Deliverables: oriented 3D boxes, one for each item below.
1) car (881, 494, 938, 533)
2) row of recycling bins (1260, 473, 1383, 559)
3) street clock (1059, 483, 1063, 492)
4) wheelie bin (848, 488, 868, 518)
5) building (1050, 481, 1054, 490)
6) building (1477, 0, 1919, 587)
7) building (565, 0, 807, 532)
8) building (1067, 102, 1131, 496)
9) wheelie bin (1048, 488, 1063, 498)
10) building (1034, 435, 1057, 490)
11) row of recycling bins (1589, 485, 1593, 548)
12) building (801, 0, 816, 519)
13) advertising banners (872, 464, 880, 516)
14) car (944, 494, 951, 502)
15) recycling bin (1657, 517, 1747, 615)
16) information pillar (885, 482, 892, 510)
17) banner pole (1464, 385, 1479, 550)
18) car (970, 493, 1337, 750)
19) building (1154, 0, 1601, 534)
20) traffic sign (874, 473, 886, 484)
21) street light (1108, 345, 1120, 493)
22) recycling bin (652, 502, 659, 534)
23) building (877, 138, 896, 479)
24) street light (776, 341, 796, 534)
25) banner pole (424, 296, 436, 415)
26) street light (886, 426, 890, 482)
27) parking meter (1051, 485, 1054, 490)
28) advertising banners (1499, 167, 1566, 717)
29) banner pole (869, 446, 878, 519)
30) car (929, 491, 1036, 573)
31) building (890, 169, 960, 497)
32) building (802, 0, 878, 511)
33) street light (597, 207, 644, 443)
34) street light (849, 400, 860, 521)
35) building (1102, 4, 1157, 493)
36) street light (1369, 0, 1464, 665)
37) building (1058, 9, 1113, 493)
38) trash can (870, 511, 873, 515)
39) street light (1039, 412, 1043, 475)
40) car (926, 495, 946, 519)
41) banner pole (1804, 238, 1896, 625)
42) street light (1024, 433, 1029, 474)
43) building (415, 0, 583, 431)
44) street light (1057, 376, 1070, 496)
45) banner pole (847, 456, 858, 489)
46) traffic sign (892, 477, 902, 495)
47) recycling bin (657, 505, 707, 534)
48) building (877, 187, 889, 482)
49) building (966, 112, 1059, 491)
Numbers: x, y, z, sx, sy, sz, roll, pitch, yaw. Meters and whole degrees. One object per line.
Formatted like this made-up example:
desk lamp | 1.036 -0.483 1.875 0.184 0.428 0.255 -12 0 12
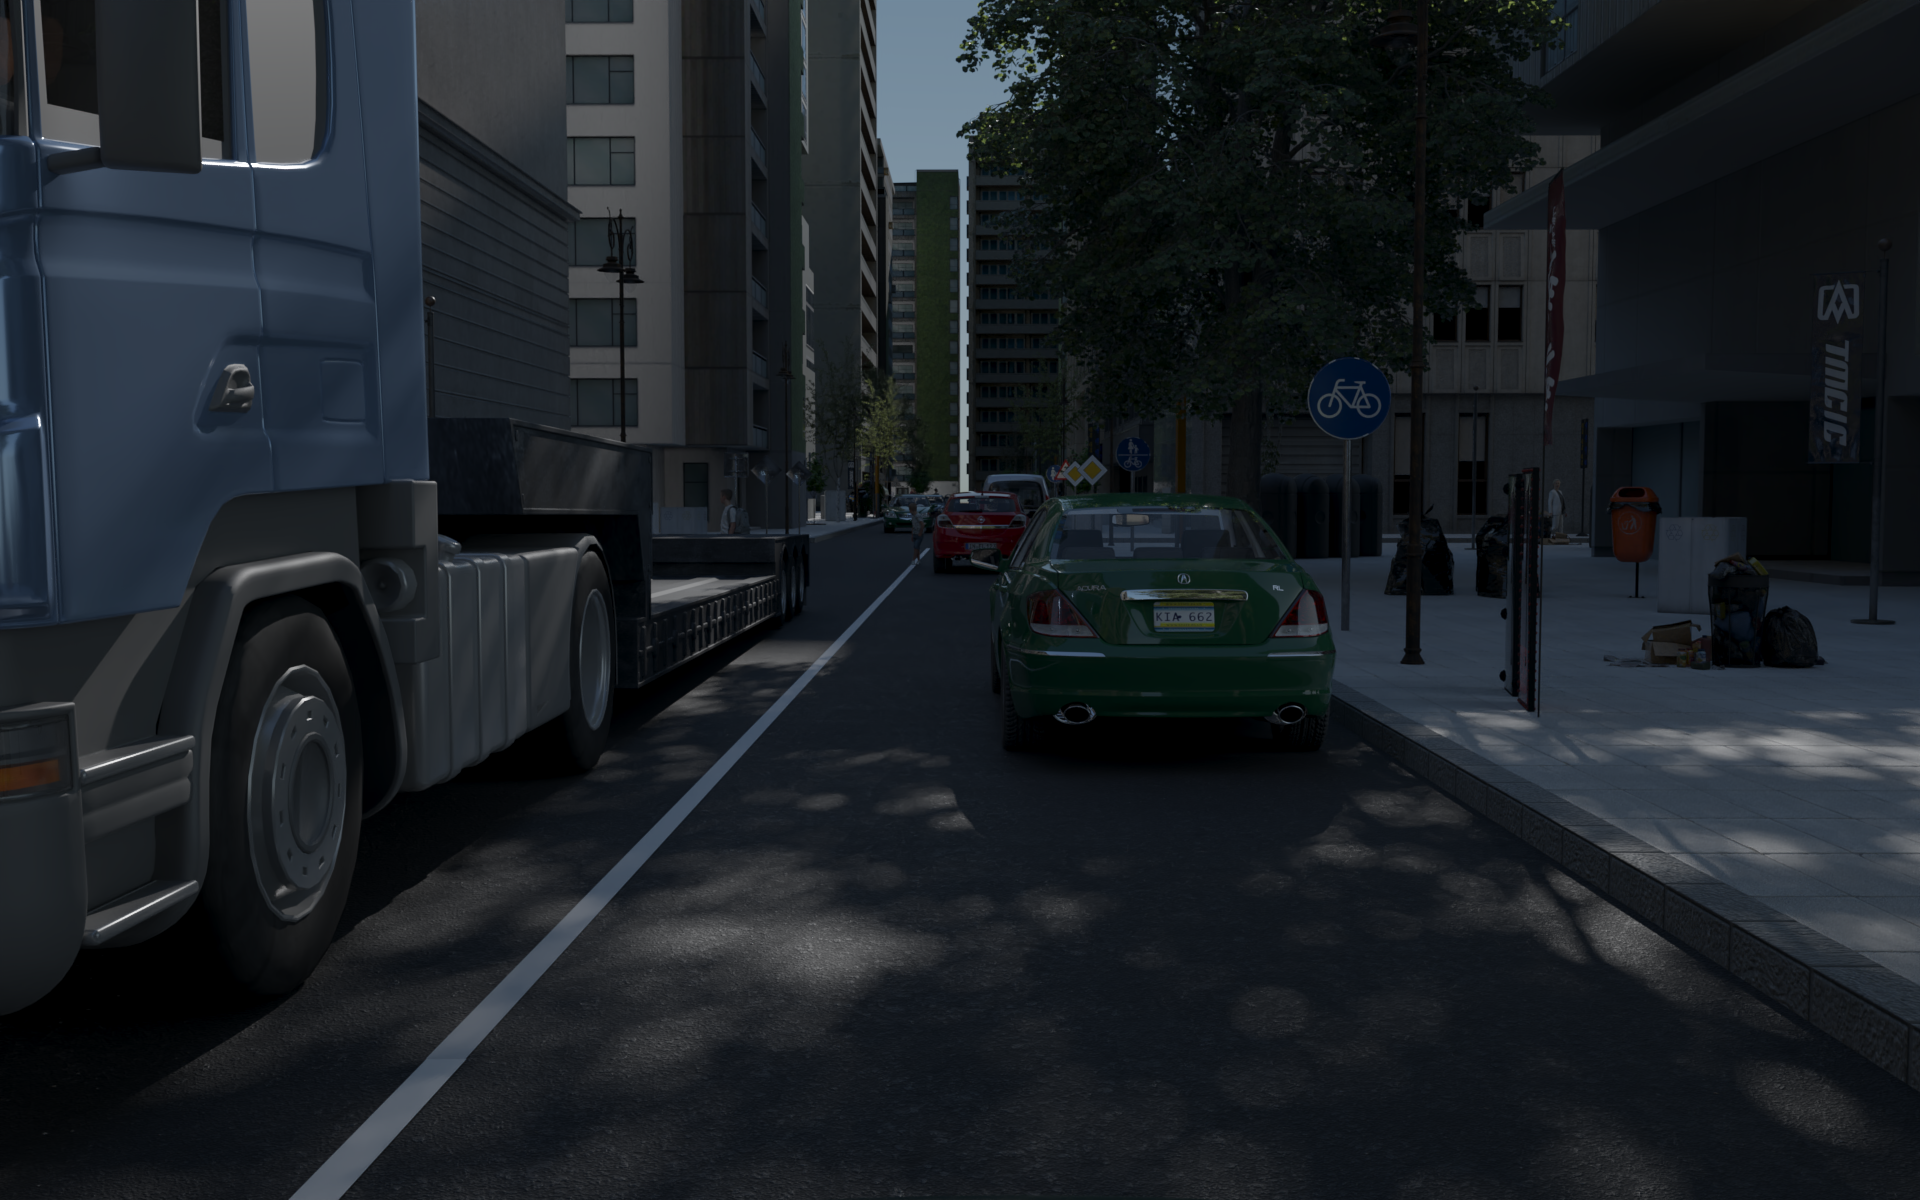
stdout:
car | -1.883 -3.279 65.418 2.131 1.459 4.920 0 4 1
row of recycling bins | 7.289 -1.702 34.945 3.534 1.692 1.069 -3 4 -39
street clock | 6.423 -6.405 109.291 0.358 2.002 0.471 -2 4 -25
wheelie bin | -5.355 -5.228 93.389 0.980 1.594 0.693 -3 4 -38
building | 18.865 -43.948 156.801 20.563 71.187 20.611 0 4 1
building | 23.847 -26.437 21.484 28.713 52.752 27.495 0 4 1
building | -13.200 -23.068 60.764 14.154 41.232 14.086 0 4 1
building | 17.253 -18.681 109.956 19.350 26.468 34.151 0 4 1
wheelie bin | 5.159 -5.225 93.342 0.693 1.594 0.980 -3 4 -38
building | 19.522 -53.221 182.837 22.319 86.520 31.000 0 4 1
row of recycling bins | 15.343 -1.999 39.802 1.069 1.692 3.534 0 4 2
building | -18.799 -47.837 94.814 22.319 86.520 31.000 0 4 1
advertising banners | -4.973 -6.455 101.729 0.090 3.025 2.074 1 4 12
car | -0.923 -10.384 181.775 2.014 1.417 4.499 0 3 0
recycling bin | 8.034 -0.379 18.751 0.722 1.027 0.722 3 5 40
information pillar | -4.212 -5.944 101.672 0.304 2.012 0.304 -2 4 -29
banner pole | 11.899 -3.064 40.106 0.401 3.779 0.863 1 4 12
car | 1.131 0.042 11.116 2.131 1.459 4.920 0 4 0
building | 17.369 -14.819 60.316 19.932 24.808 12.078 0 4 1
traffic sign | -4.795 -6.292 102.975 0.768 2.556 0.104 0 4 5
street light | 3.751 -4.282 42.800 0.468 5.910 1.993 0 4 1
recycling bin | -9.477 -2.415 52.045 0.722 1.027 0.722 0 4 2
building | -19.045 -30.117 184.297 23.993 40.220 32.217 0 4 1
street light | -5.241 -4.864 52.321 0.468 5.910 1.993 0 4 1
banner pole | -6.825 -1.946 21.828 0.401 3.779 0.863 2 4 31
street light | -4.576 -8.477 111.379 0.468 5.910 1.993 0 4 1
parking meter | 5.897 -6.288 108.524 0.399 1.863 0.255 -3 5 -42
advertising banners | 3.417 -0.867 10.364 0.090 3.025 2.074 1 4 11
banner pole | -4.537 -6.076 89.357 0.401 3.779 0.863 1 4 17
car | 0.461 -1.458 32.876 2.155 1.783 4.494 0 4 2
building | -6.962 -32.852 220.720 14.086 41.232 14.154 0 4 1
building | -17.835 -31.426 137.514 21.300 48.544 21.600 0 4 1
street light | -5.496 -3.391 28.226 0.468 5.910 1.993 0 4 1
street light | -4.999 -6.685 82.089 0.468 5.910 1.993 0 4 1
building | 14.562 -17.578 80.916 14.314 27.812 24.014 0 4 1
street light | 3.420 -2.454 12.912 0.468 5.910 1.993 0 4 1
building | 14.964 -27.942 140.444 14.154 41.232 14.086 0 4 1
trash can | -5.676 -5.929 108.590 0.748 1.137 0.748 0 3 0
street light | 4.497 -7.612 97.249 0.468 5.910 1.993 0 4 1
car | -1.519 -4.783 90.202 2.014 1.417 4.499 0 4 2
banner pole | 8.854 -1.661 17.177 0.863 3.779 0.401 2 4 33
street light | 4.871 -9.417 126.759 0.468 5.910 1.993 0 4 1
building | -20.673 -11.763 34.132 24.055 21.916 13.314 0 4 1
street light | 4.070 -5.821 67.959 0.468 5.910 1.993 0 4 1
banner pole | -6.942 -7.535 113.206 0.863 3.779 0.401 0 4 7
traffic sign | -4.680 -7.727 126.342 0.884 2.594 0.081 0 4 5
recycling bin | -5.305 -1.269 33.300 0.722 1.027 0.722 1 4 10
building | -13.779 -23.520 156.250 14.160 30.474 14.107 0 4 1
building | 11.661 -36.666 223.183 21.600 48.544 21.300 0 4 1
